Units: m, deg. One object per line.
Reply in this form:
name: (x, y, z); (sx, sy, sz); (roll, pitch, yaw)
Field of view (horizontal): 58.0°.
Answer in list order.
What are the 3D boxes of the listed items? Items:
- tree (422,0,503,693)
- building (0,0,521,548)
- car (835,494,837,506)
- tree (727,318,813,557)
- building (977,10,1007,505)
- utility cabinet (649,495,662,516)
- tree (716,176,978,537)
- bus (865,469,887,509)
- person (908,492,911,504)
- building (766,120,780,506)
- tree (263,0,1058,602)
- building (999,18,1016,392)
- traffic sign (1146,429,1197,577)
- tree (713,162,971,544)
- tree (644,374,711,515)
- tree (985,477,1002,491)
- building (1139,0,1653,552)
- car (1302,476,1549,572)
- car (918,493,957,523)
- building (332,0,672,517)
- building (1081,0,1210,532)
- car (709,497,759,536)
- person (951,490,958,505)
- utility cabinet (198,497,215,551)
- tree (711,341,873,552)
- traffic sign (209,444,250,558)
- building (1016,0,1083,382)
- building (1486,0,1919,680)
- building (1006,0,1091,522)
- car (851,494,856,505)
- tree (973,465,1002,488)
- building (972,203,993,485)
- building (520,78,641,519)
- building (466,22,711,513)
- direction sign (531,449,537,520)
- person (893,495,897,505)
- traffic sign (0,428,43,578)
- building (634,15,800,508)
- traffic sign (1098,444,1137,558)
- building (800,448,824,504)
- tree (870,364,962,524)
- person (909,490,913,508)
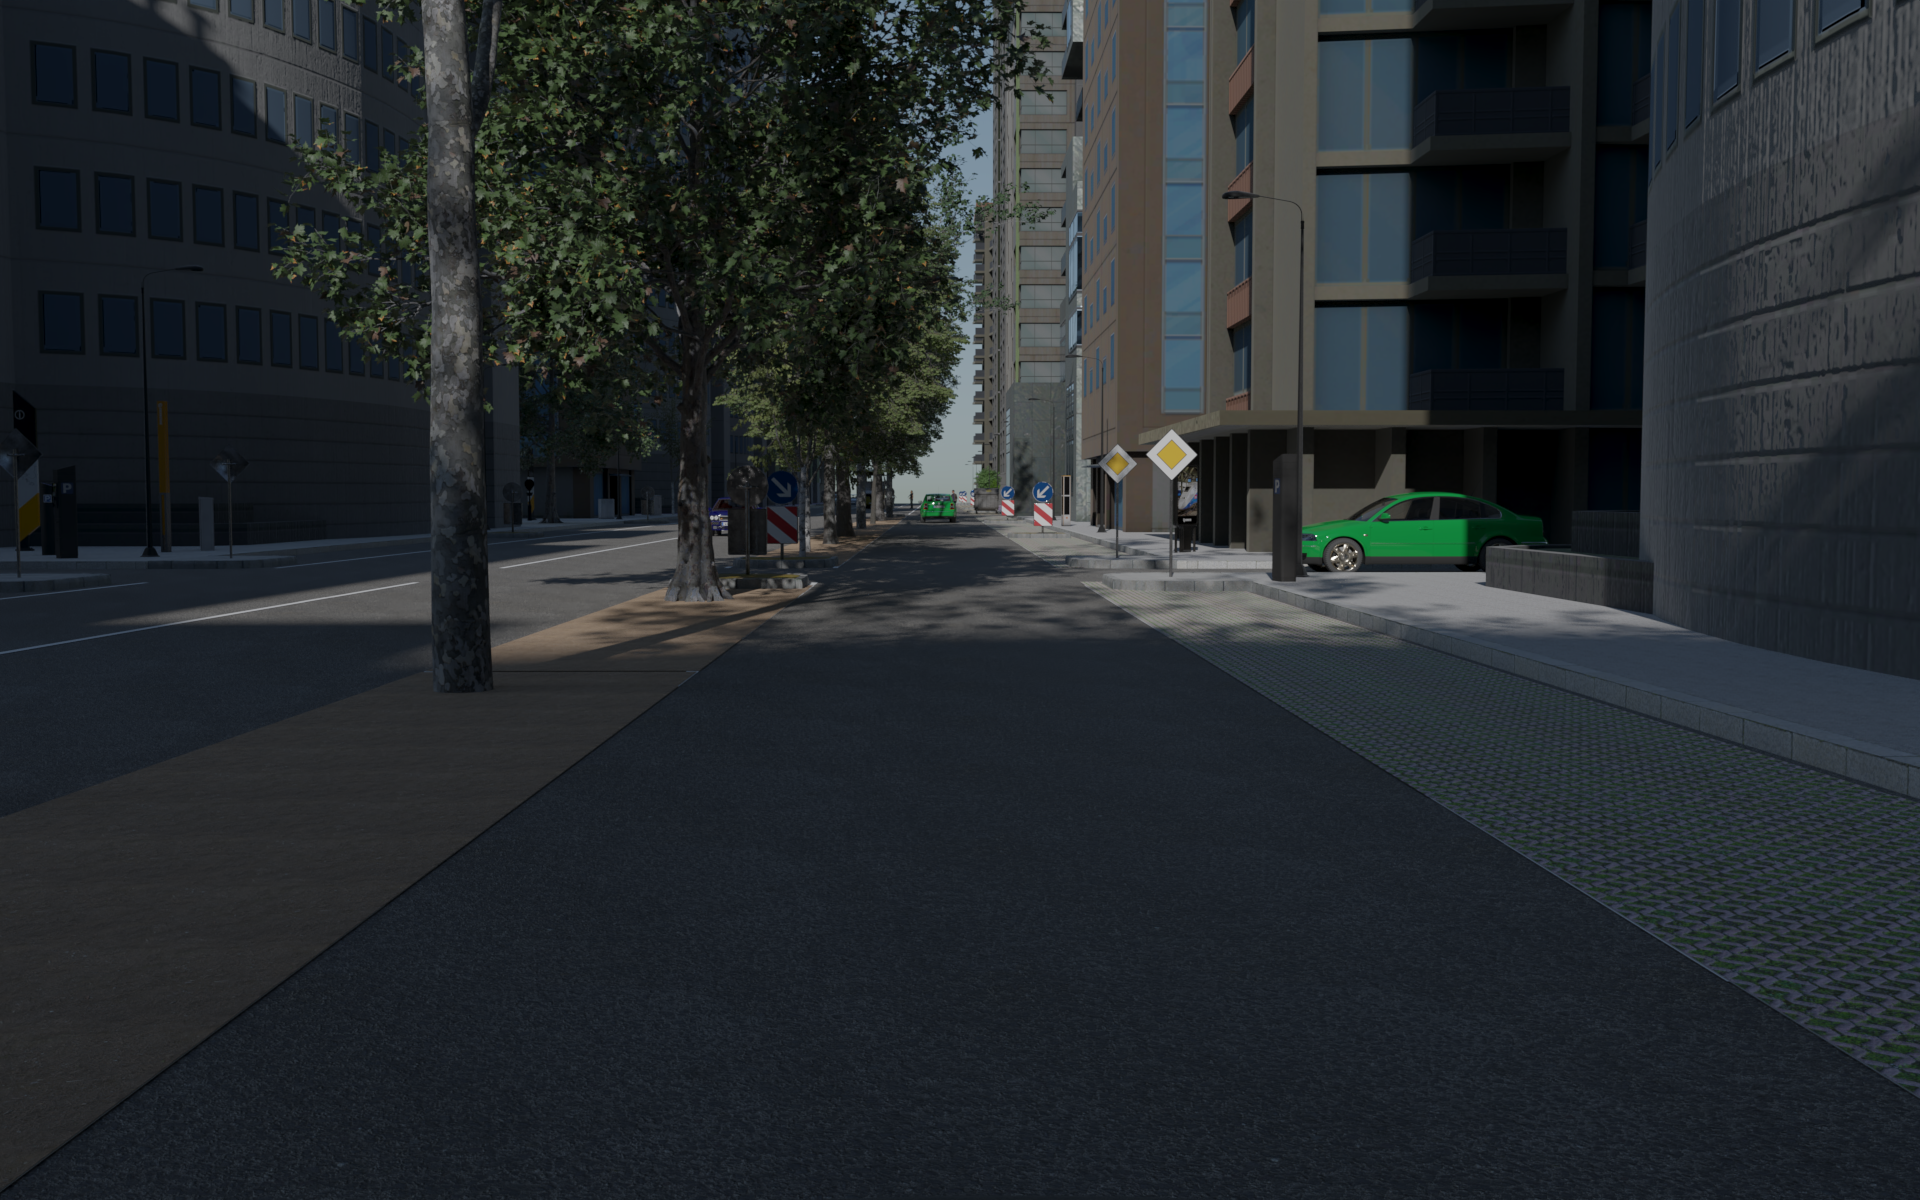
tree: (-2.389, -9.345, 11.142); (12.611, 20.169, 13.585); (0, 3, 0)
building: (-27.645, -31.224, 52.504); (21.231, 58.520, 28.212); (0, 4, -1)
car: (-13.205, -10.368, 181.321); (2.131, 1.459, 4.920); (0, 4, 1)
tree: (-3.460, -5.182, 37.540); (4.737, 8.622, 4.395); (0, 3, 0)
building: (12.653, -48.368, 229.062); (20.563, 71.187, 20.611); (0, 4, -1)
utility cabinet: (-18.225, -5.659, 103.692); (0.306, 1.237, 1.020); (1, 4, 18)
tree: (-3.838, -9.066, 57.339); (9.857, 13.997, 8.962); (0, 3, 0)
bus: (-8.492, -11.052, 172.243); (2.896, 3.916, 12.252); (0, 3, 0)
person: (-7.135, -14.886, 251.960); (0.705, 1.814, 1.350); (-3, 4, -36)
building: (-25.680, -29.894, 172.367); (14.154, 41.232, 14.086); (0, 4, -1)
tree: (-3.555, -6.322, 22.836); (9.611, 12.733, 9.660); (0, 3, 0)
building: (18.501, -35.624, 171.690); (28.713, 52.752, 27.495); (0, 4, -1)
traffic sign: (3.257, -1.412, 26.730); (0.795, 2.450, 0.064); (0, 4, -1)
tree: (-3.593, -7.832, 48.630); (7.486, 12.596, 7.792); (0, 3, 0)
tree: (-17.579, -9.593, 107.212); (4.360, 8.622, 3.978); (0, 3, 0)
tree: (3.923, -12.199, 194.047); (1.663, 3.219, 1.824); (0, 3, 0)
building: (19.630, -23.893, 45.283); (28.867, 44.769, 22.147); (0, 4, -1)
car: (8.077, -1.366, 31.125); (4.718, 1.807, 1.959); (0, 4, -1)
car: (-1.114, -4.780, 86.942); (1.959, 1.807, 4.718); (0, 4, -2)
building: (-28.627, -35.506, 122.527); (21.231, 58.520, 28.212); (0, 4, -1)
building: (12.009, -25.276, 63.371); (14.600, 45.320, 14.200); (0, 4, -1)
car: (-7.815, -2.910, 60.162); (1.945, 1.354, 3.894); (0, 4, -2)
person: (-0.627, -7.669, 134.411); (0.750, 1.759, 0.617); (-2, 4, -33)
utility cabinet: (-17.224, -1.740, 39.612); (0.306, 1.237, 1.020); (-2, 4, -25)
tree: (-3.734, -5.465, 42.176); (4.360, 8.622, 3.978); (0, 3, 0)
traffic sign: (-14.542, -1.887, 34.499); (0.795, 2.450, 0.064); (0, 4, -1)
building: (10.836, -26.740, 120.785); (14.154, 41.232, 14.086); (0, 4, -1)
building: (17.079, -28.711, 11.422); (21.231, 58.520, 28.212); (0, 4, -1)
building: (14.295, -47.708, 92.690); (22.319, 86.520, 31.000); (0, 4, -1)
car: (-12.415, -11.573, 201.218); (2.014, 1.417, 4.499); (0, 4, -2)
tree: (3.151, -13.055, 197.166); (4.285, 4.588, 4.351); (0, 3, 0)
building: (13.013, -36.694, 254.568); (22.147, 44.769, 28.867); (0, 4, -1)
building: (-26.004, -27.270, 95.978); (14.600, 45.320, 14.200); (0, 4, -1)
building: (-28.866, -37.229, 150.686); (21.231, 58.520, 28.212); (0, 4, -1)
direction sign: (-21.060, -5.707, 85.309); (0.379, 3.537, 0.876); (-1, 4, -9)
person: (-8.911, -13.796, 234.748); (0.721, 1.739, 1.217); (-2, 4, -28)
traffic sign: (-14.436, -1.399, 26.515); (0.795, 2.450, 0.064); (0, 4, -1)
building: (-30.831, -40.621, 206.157); (21.231, 58.520, 28.212); (0, 4, -1)
traffic sign: (3.151, -1.900, 34.714); (0.795, 2.450, 0.064); (0, 4, -1)
building: (-26.913, -35.018, 256.135); (14.154, 41.232, 14.086); (0, 4, -1)
tree: (-4.169, -8.864, 81.796); (8.767, 10.594, 7.601); (0, 4, -1)
person: (-4.873, -10.099, 173.637); (0.705, 1.822, 1.348); (-1, 4, -16)
